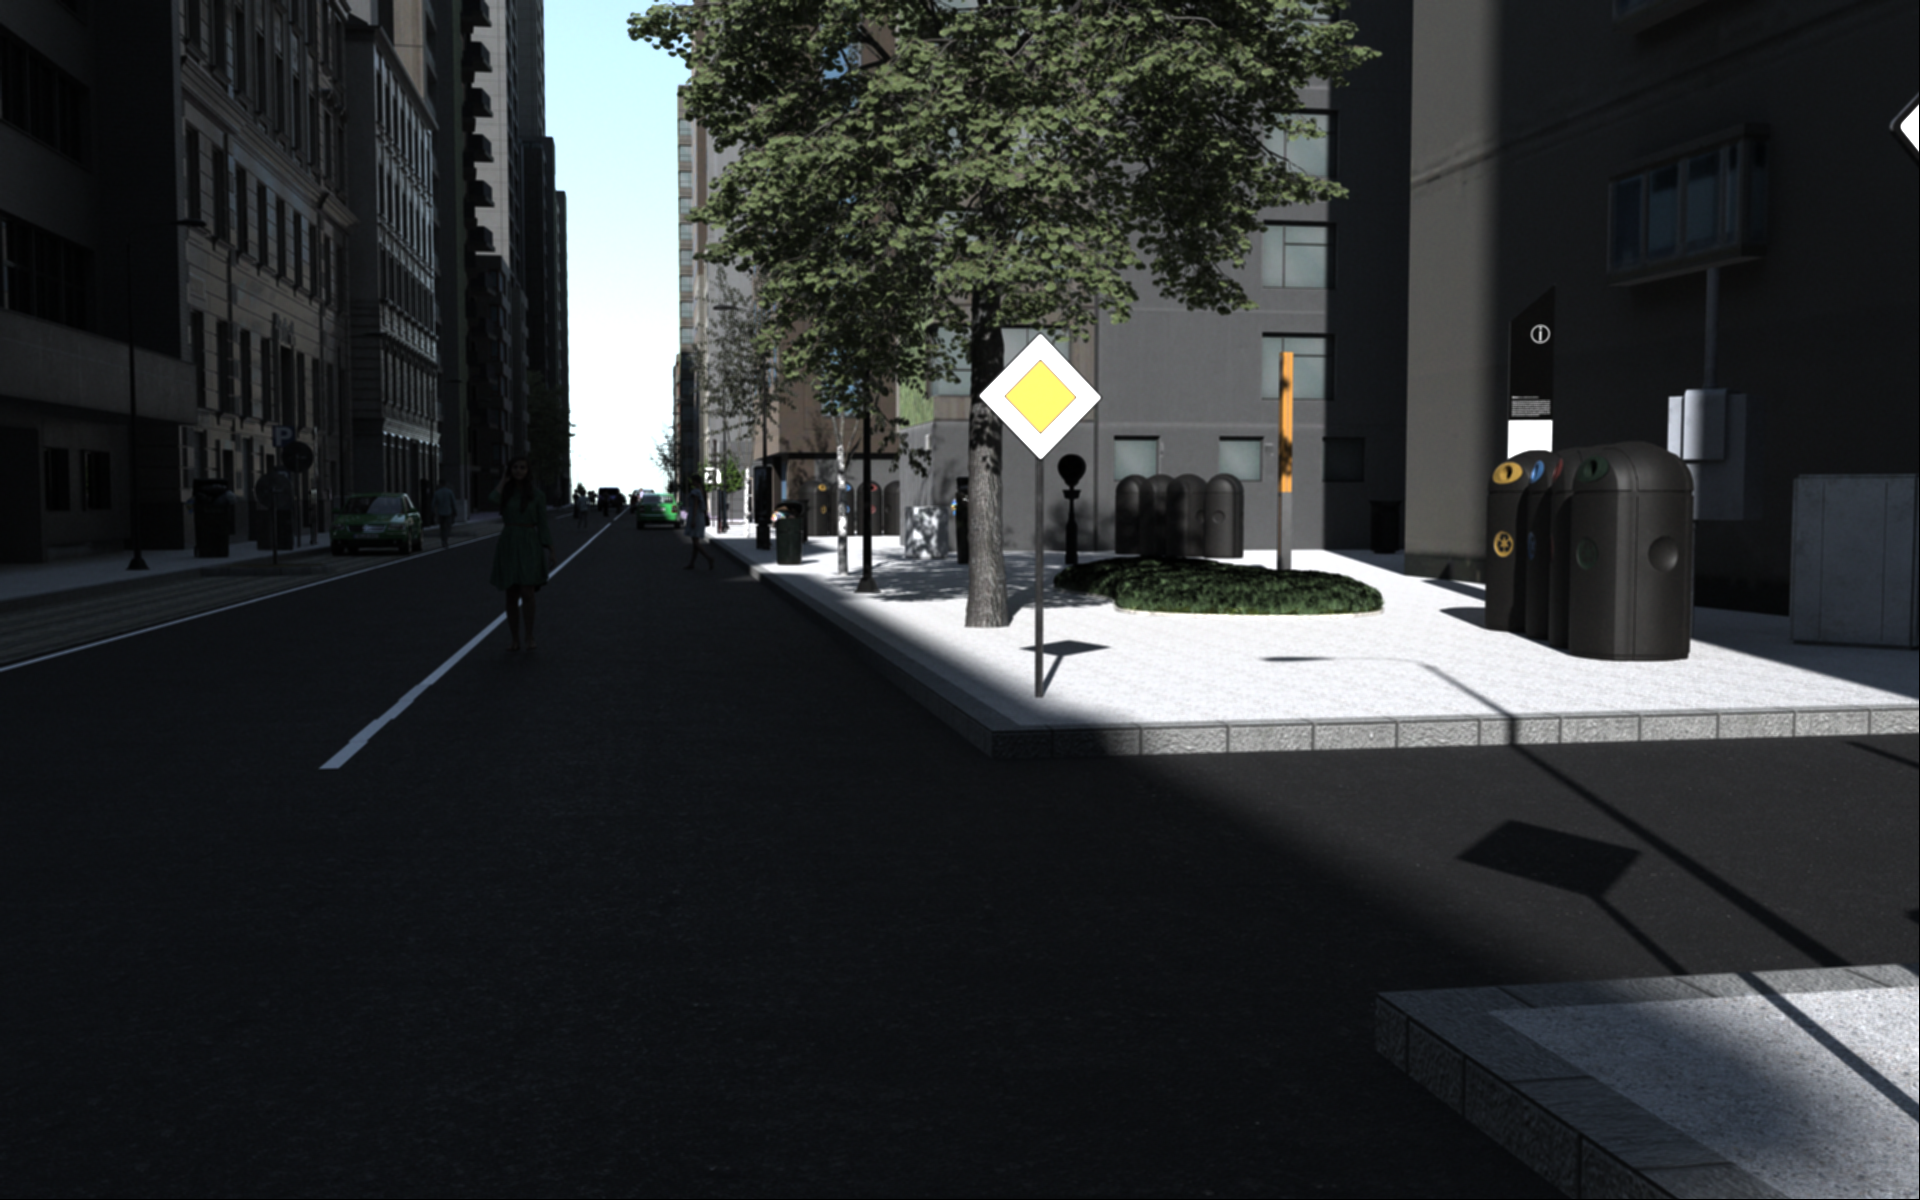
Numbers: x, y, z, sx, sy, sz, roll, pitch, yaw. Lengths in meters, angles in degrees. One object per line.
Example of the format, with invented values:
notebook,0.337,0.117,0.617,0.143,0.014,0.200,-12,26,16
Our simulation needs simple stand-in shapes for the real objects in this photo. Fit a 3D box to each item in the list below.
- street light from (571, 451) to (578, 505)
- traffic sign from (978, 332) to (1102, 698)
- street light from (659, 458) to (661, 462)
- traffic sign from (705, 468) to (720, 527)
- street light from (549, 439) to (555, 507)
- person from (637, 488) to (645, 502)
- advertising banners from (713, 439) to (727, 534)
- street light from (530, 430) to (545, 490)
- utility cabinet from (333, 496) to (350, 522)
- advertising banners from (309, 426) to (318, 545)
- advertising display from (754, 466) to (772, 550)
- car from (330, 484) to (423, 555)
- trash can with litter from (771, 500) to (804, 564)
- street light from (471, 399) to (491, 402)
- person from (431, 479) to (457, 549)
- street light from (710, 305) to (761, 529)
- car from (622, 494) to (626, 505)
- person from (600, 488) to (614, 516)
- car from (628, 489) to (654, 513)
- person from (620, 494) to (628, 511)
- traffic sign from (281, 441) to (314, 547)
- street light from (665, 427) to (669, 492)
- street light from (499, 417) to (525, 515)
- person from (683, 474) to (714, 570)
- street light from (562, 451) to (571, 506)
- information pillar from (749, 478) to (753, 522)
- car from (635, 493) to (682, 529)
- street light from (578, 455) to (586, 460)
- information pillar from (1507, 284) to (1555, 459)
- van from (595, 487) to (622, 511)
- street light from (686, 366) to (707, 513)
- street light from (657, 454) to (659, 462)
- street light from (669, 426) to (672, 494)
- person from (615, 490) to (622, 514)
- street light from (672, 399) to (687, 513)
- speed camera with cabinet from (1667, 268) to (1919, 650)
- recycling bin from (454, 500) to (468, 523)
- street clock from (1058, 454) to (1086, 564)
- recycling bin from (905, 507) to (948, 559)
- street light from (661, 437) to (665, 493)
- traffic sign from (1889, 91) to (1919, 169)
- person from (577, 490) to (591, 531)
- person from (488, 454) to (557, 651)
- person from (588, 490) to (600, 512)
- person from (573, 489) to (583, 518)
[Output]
street light,-42.165,-13.084,186.457,1.470,5.913,1.316,-1,4,-10
traffic sign,0.496,-0.442,10.872,0.795,2.450,0.064,-1,4,-10
street light,-26.765,-11.458,159.883,1.470,5.913,1.316,-1,4,-10
traffic sign,-9.607,-3.993,67.412,0.606,2.300,0.079,0,4,-2
street light,-34.757,-10.598,145.814,1.470,5.913,1.316,-1,4,-10
person,-21.647,-6.660,117.261,0.599,1.838,0.709,1,4,12
advertising banners,-7.821,-3.680,56.357,0.090,3.025,2.074,0,4,3
street light,-30.975,-9.351,125.437,1.470,5.913,1.316,-1,4,-10
utility cabinet,-18.696,-2.569,53.172,1.020,1.237,0.306,0,4,1
advertising banners,-16.522,-2.943,44.308,0.090,3.025,2.074,-1,4,-15
advertising display,-4.558,-2.131,40.057,0.123,1.923,0.974,-2,4,-24
car,-14.027,-2.015,41.742,1.959,1.807,4.718,-1,4,-12
trash can with litter,-3.199,-1.242,31.687,0.624,1.170,1.055,-1,4,-12
street light,-23.610,-6.857,84.646,1.470,5.913,1.316,-1,4,-10
person,-13.658,-2.286,45.732,0.638,1.841,0.748,0,4,4
street light,-5.365,-4.294,42.750,1.470,5.913,1.316,-1,4,-10
car,-45.959,-13.754,233.676,1.959,1.807,4.718,-1,4,-12
person,-22.771,-6.298,111.476,1.348,1.823,0.705,3,5,41
car,-23.772,-7.434,130.220,2.281,1.827,5.304,-1,4,-10
person,-28.142,-8.088,143.996,1.065,1.426,0.557,0,4,-3
traffic sign,-15.951,-2.545,41.717,0.768,2.556,0.104,0,4,-2
street light,-19.328,-8.964,119.105,1.470,5.913,1.316,-1,4,-10
street light,-27.302,-8.104,105.040,1.470,5.913,1.316,-1,4,-10
person,-4.918,-1.478,32.762,0.778,1.811,0.616,2,4,31
street light,-38.356,-11.831,165.976,1.470,5.913,1.316,-1,4,-10
information pillar,-9.655,-4.569,79.194,0.304,2.012,0.304,-1,4,-14
car,-12.574,-3.883,72.279,1.959,1.807,4.718,-1,4,-9
street light,-45.854,-14.337,206.952,1.470,5.913,1.316,-1,4,-10
information pillar,6.416,-1.719,19.468,0.504,3.616,0.183,1,4,9
van,-30.133,-8.836,148.847,2.240,2.365,5.245,-1,4,-9
street light,-9.125,-5.541,63.131,1.470,5.913,1.316,-1,4,-10
street light,-30.586,-12.713,180.397,1.470,5.913,1.316,-1,4,-10
street light,-15.685,-7.716,98.703,1.470,5.913,1.316,-1,4,-10
person,-25.024,-7.198,126.736,0.434,1.755,0.990,-3,4,-39
street light,-13.164,-6.862,84.736,1.470,5.913,1.316,-1,4,-10
speed camera with cabinet,7.241,-1.261,14.958,2.038,3.252,0.660,3,5,41
recycling bin,-22.437,-3.968,77.437,0.722,1.027,0.722,-1,4,-9
street clock,2.036,-1.652,31.575,0.471,2.002,0.358,1,4,20
recycling bin,-0.666,-1.348,34.597,0.722,1.027,0.722,-1,4,-17
street light,-23.108,-10.211,139.483,1.470,5.913,1.316,-1,4,-10
traffic sign,1.929,0.038,3.016,0.795,2.450,0.064,-1,4,-10
person,-14.677,-3.504,67.593,0.589,1.601,0.330,1,4,8
person,-3.995,-0.430,15.780,0.600,1.795,0.529,-1,4,-18
person,-29.170,-7.863,137.768,1.217,1.736,0.721,-1,4,-17
person,-22.544,-5.694,102.405,0.742,1.727,0.445,0,4,3
